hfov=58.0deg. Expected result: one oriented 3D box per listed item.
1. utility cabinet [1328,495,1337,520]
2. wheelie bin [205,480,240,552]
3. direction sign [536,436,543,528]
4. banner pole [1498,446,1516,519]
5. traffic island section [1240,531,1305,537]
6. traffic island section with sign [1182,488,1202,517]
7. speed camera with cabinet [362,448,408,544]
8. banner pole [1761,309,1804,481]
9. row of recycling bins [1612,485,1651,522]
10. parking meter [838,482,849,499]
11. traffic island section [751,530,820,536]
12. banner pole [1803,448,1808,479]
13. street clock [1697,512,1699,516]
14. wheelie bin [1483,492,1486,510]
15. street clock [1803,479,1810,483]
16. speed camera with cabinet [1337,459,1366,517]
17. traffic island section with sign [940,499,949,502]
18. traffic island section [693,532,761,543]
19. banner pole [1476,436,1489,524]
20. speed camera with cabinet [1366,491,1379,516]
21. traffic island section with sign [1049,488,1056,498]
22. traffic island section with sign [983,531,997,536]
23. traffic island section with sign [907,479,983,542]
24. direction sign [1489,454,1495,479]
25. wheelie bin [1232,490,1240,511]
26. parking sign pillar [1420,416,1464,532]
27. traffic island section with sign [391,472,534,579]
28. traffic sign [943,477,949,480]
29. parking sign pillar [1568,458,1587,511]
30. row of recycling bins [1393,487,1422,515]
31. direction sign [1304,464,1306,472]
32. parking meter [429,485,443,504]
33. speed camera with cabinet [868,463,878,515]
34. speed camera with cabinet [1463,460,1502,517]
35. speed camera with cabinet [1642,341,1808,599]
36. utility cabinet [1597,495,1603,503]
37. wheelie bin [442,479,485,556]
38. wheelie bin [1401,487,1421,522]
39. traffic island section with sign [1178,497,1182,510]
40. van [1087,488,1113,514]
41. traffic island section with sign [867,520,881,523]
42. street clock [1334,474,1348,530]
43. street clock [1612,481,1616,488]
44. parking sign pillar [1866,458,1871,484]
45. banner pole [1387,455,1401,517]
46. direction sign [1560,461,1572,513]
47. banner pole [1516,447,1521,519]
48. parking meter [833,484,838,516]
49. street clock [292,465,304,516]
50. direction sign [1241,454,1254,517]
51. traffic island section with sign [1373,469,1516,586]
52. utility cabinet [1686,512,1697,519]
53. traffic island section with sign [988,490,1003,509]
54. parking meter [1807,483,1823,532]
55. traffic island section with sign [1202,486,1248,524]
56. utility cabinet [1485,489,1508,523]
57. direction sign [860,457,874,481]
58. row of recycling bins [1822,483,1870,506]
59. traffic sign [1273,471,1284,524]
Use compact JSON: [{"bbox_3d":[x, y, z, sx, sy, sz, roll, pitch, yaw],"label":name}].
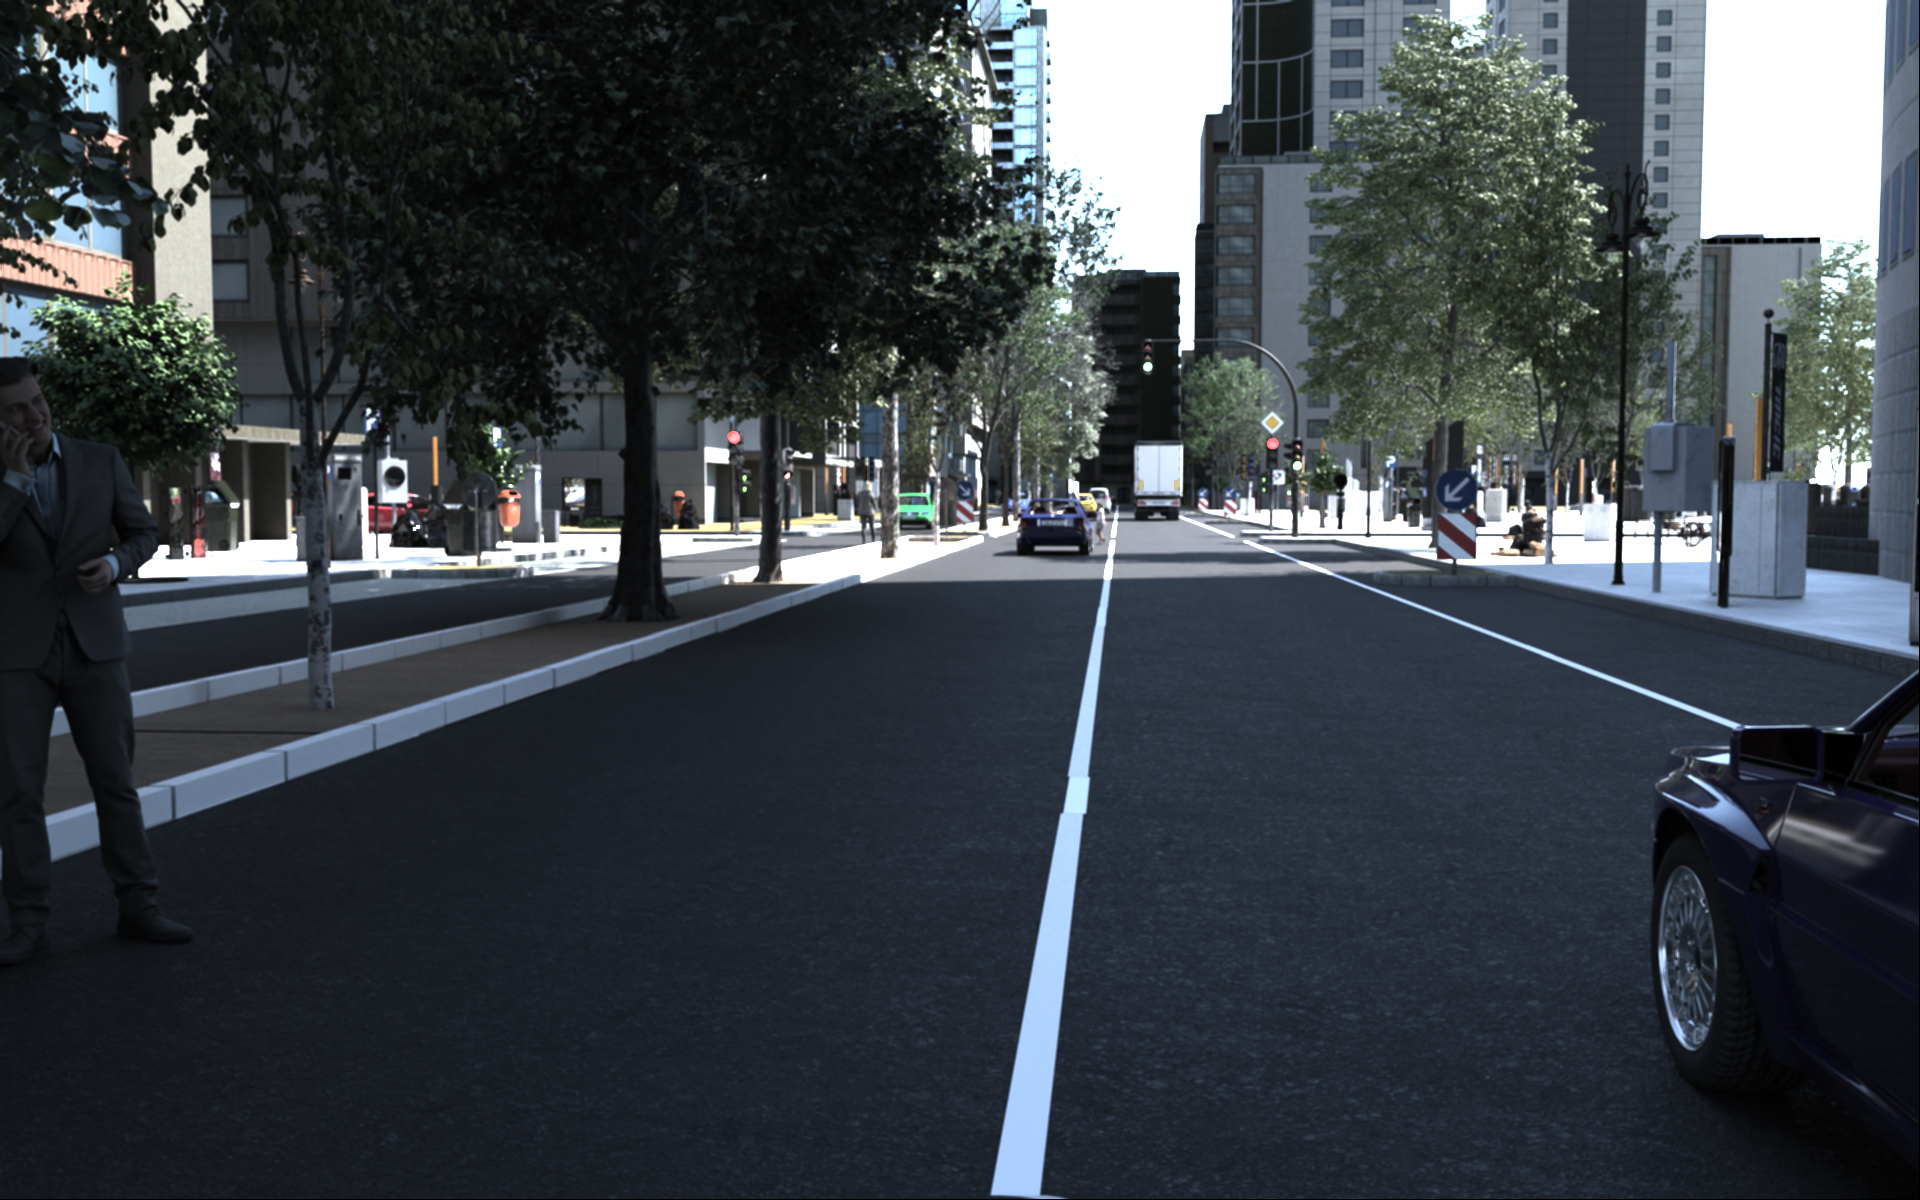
[{"bbox_3d":[18.730,-4.643,87.071,0.306,1.237,1.020,0,4,2],"label":"utility cabinet"},{"bbox_3d":[-16.536,-1.882,38.685,0.693,1.594,0.980,0,4,-4],"label":"wheelie bin"},{"bbox_3d":[-15.722,-4.439,64.579,0.379,3.537,0.876,0,4,-7],"label":"direction sign"},{"bbox_3d":[28.005,-6.073,89.308,0.863,3.779,0.401,3,4,38],"label":"banner pole"},{"bbox_3d":[10.585,-2.235,58.824,2.009,0.180,2.903,0,4,5],"label":"traffic island section"},{"bbox_3d":[15.361,-6.231,110.503,1.989,1.847,2.006,0,4,5],"label":"traffic island section with sign"},{"bbox_3d":[-15.211,-3.053,44.250,2.038,3.252,0.660,-3,5,-40],"label":"speed camera with cabinet"},{"bbox_3d":[11.088,-2.057,23.650,0.863,3.779,0.401,-3,5,-43],"label":"banner pole"},{"bbox_3d":[31.517,-4.532,81.209,1.069,1.692,3.534,0,4,3],"label":"row of recycling bins"},{"bbox_3d":[-5.703,-4.907,85.939,0.399,1.863,0.255,0,4,8],"label":"parking meter"},{"bbox_3d":[-6.036,-2.329,60.353,2.009,0.180,2.903,0,4,5],"label":"traffic island section"},{"bbox_3d":[45.430,-6.311,93.202,0.401,3.779,0.863,0,4,5],"label":"banner pole"},{"bbox_3d":[40.354,-5.523,94.864,0.471,2.002,0.358,0,4,8],"label":"street clock"},{"bbox_3d":[35.663,-6.673,117.006,0.693,1.594,0.980,0,4,3],"label":"wheelie bin"},{"bbox_3d":[41.179,-4.875,84.284,0.358,2.002,0.471,3,5,42],"label":"street clock"},{"bbox_3d":[22.121,-6.359,98.303,0.660,3.252,2.038,3,5,40],"label":"speed camera with cabinet"},{"bbox_3d":[-0.979,-6.304,111.692,1.989,1.847,2.006,0,4,5],"label":"traffic island section with sign"},{"bbox_3d":[-6.768,-1.842,52.401,2.009,0.180,2.903,0,4,5],"label":"traffic island section"},{"bbox_3d":[22.507,-5.181,74.734,0.863,3.779,0.401,-3,4,-37],"label":"banner pole"},{"bbox_3d":[24.015,-6.675,103.476,2.038,3.252,0.660,1,4,21],"label":"speed camera with cabinet"},{"bbox_3d":[7.098,-7.714,134.258,2.006,1.907,1.989,0,4,5],"label":"traffic island section with sign"},{"bbox_3d":[0.220,-3.137,59.434,2.006,1.907,1.989,0,4,5],"label":"traffic island section with sign"},{"bbox_3d":[-0.469,-2.686,52.058,2.006,1.907,1.989,0,4,5],"label":"traffic island section with sign"},{"bbox_3d":[30.409,-6.549,99.067,0.379,3.537,0.876,3,4,38],"label":"direction sign"},{"bbox_3d":[20.811,-7.551,131.359,0.980,1.594,0.693,3,5,40],"label":"wheelie bin"},{"bbox_3d":[16.631,-4.355,59.675,1.447,3.967,1.447,-1,4,-10],"label":"parking sign pillar"},{"bbox_3d":[-8.507,-1.307,29.995,1.989,1.847,2.006,0,4,5],"label":"traffic island section with sign"},{"bbox_3d":[-1.044,-8.111,132.719,0.768,2.556,0.104,1,4,12],"label":"traffic sign"},{"bbox_3d":[46.478,-8.664,130.135,1.447,3.967,1.447,-1,4,-21],"label":"parking sign pillar"},{"bbox_3d":[28.000,-6.219,108.795,3.534,1.692,1.069,-3,4,-36],"label":"row of recycling bins"},{"bbox_3d":[25.667,-8.370,128.850,0.379,3.537,0.876,0,4,3],"label":"direction sign"},{"bbox_3d":[-15.215,-2.565,50.344,0.372,1.533,0.369,0,3,0],"label":"parking meter"},{"bbox_3d":[-5.778,-7.018,109.076,0.660,3.252,2.038,-2,4,-25],"label":"speed camera with cabinet"},{"bbox_3d":[29.460,-6.316,97.605,2.038,3.252,0.660,2,4,26],"label":"speed camera with cabinet"},{"bbox_3d":[9.678,-1.688,21.942,0.660,3.252,2.038,-2,4,-28],"label":"speed camera with cabinet"},{"bbox_3d":[44.191,-6.663,120.109,1.020,1.237,0.306,-2,4,-35],"label":"utility cabinet"},{"bbox_3d":[-10.260,-1.709,35.852,0.980,1.594,0.693,2,4,33],"label":"wheelie bin"},{"bbox_3d":[20.581,-4.362,79.229,0.980,1.594,0.693,-2,4,-27],"label":"wheelie bin"},{"bbox_3d":[19.929,-9.267,160.150,1.989,1.847,2.006,0,4,5],"label":"traffic island section with sign"},{"bbox_3d":[10.230,-7.356,127.280,2.013,2.044,4.112,0,4,7],"label":"van"},{"bbox_3d":[-3.450,-4.662,84.850,1.989,1.847,2.006,0,4,5],"label":"traffic island section with sign"},{"bbox_3d":[13.541,-3.490,61.624,0.471,2.002,0.358,0,4,6],"label":"street clock"},{"bbox_3d":[35.623,-5.463,93.888,0.358,2.002,0.471,-3,5,-39],"label":"street clock"},{"bbox_3d":[65.744,-8.333,124.714,1.447,3.967,1.447,0,4,3],"label":"parking sign pillar"},{"bbox_3d":[24.693,-6.646,98.680,0.863,3.779,0.401,0,4,-1],"label":"banner pole"},{"bbox_3d":[40.998,-7.657,117.186,0.379,3.537,0.876,-3,4,-37],"label":"direction sign"},{"bbox_3d":[29.129,-6.156,90.665,0.401,3.779,0.863,-1,4,-21],"label":"banner pole"},{"bbox_3d":[-7.338,-5.969,103.304,0.399,1.863,0.255,1,4,15],"label":"parking meter"},{"bbox_3d":[-16.282,-2.332,42.703,0.358,2.002,0.471,-3,4,-37],"label":"street clock"},{"bbox_3d":[16.374,-6.526,98.700,0.876,3.537,0.379,3,5,42],"label":"direction sign"},{"bbox_3d":[7.754,-1.182,27.961,1.989,1.847,2.006,0,4,5],"label":"traffic island section with sign"},{"bbox_3d":[38.203,-4.891,91.132,1.020,1.237,0.306,3,5,41],"label":"utility cabinet"},{"bbox_3d":[3.627,-9.359,161.655,1.989,1.847,2.006,0,4,5],"label":"traffic island section with sign"},{"bbox_3d":[19.570,-1.915,39.722,0.372,1.533,0.369,0,3,0],"label":"parking meter"},{"bbox_3d":[12.883,-4.589,83.662,1.989,1.847,2.006,0,4,5],"label":"traffic island section with sign"},{"bbox_3d":[23.743,-4.161,76.710,0.318,1.500,1.173,-1,4,-18],"label":"utility cabinet"},{"bbox_3d":[-5.672,-6.965,105.880,0.876,3.537,0.379,0,4,5],"label":"direction sign"},{"bbox_3d":[34.448,-3.624,66.366,3.534,1.692,1.069,0,4,-7],"label":"row of recycling bins"},{"bbox_3d":[13.665,-4.430,74.556,0.606,2.300,0.079,1,4,15],"label":"traffic sign"}]
